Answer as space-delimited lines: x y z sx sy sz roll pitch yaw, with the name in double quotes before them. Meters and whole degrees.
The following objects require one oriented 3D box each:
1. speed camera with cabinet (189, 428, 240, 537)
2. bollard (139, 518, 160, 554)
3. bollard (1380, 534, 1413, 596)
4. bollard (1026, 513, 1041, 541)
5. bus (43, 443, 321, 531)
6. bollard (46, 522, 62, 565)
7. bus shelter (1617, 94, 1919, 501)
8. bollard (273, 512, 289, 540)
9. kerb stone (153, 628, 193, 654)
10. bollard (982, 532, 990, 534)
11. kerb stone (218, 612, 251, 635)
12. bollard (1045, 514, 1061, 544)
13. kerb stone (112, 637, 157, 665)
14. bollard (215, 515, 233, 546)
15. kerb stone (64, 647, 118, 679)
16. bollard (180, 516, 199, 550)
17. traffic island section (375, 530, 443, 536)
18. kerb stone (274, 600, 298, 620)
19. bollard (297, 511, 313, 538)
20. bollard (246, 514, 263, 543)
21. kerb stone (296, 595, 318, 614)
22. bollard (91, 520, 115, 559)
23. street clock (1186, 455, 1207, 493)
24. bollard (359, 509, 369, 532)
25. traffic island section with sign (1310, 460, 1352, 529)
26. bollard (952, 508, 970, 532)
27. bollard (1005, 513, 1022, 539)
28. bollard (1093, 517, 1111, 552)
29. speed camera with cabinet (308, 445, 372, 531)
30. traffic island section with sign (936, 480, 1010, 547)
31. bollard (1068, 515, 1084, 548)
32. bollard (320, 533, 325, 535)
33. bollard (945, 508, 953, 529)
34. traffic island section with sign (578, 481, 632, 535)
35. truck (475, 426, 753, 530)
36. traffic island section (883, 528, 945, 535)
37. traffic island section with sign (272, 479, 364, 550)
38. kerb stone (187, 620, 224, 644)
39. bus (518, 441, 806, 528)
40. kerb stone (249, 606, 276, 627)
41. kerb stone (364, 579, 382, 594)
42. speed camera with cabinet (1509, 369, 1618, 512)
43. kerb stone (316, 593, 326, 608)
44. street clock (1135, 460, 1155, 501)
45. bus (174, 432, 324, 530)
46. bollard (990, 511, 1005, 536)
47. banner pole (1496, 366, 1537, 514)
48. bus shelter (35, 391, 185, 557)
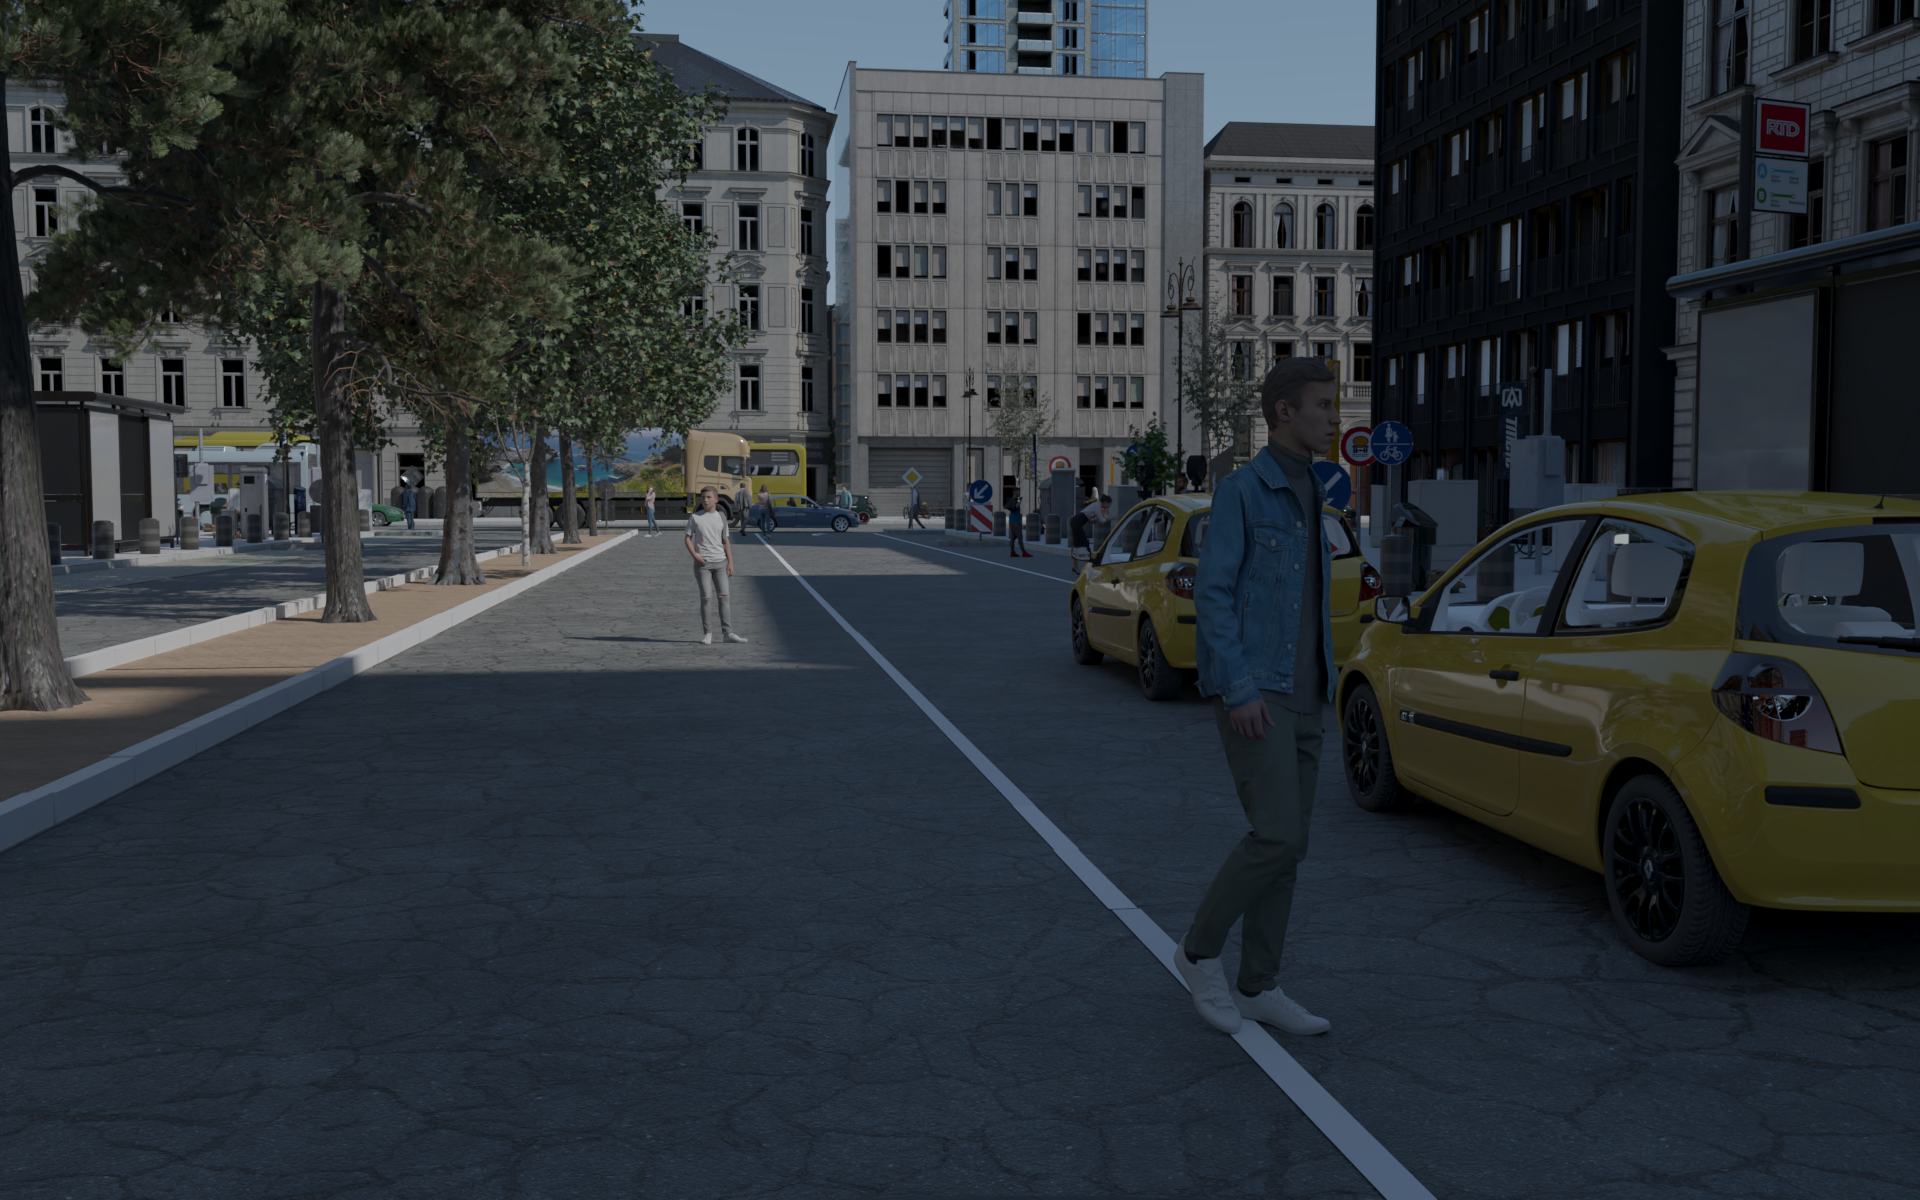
"speed camera with cabinet" -22.307 -3.568 52.677 2.038 3.252 0.660 -1 4 -23
"bollard" -17.330 -1.365 37.042 0.404 0.777 0.398 0 3 0
"bollard" 5.529 -0.443 21.963 0.404 0.777 0.398 0 3 0
"bollard" 1.992 -1.983 47.137 0.404 0.777 0.398 0 3 0
"bus" -30.235 -4.147 62.670 13.247 3.499 2.948 -1 4 -8
"bollard" -16.554 -1.024 31.462 0.404 0.777 0.398 0 3 0
"bus shelter" 8.032 -2.295 15.160 2.179 5.291 8.768 0 4 -8
"bollard" -18.907 -2.050 48.231 0.404 0.777 0.398 0 3 0
"kerb stone" -7.255 0.392 15.834 0.120 0.150 1.000 0 4 -8
"bollard" 0.823 -2.496 55.523 0.404 0.777 0.398 0 3 0
"kerb stone" -7.547 0.264 17.883 0.120 0.150 1.000 0 4 -8
"bollard" 2.387 -1.811 44.330 0.404 0.777 0.398 0 3 0
"kerb stone" -7.114 0.453 14.819 0.120 0.150 1.000 0 4 -8
"bollard" -18.123 -1.708 42.646 0.404 0.777 0.398 0 3 0
"kerb stone" -6.967 0.517 13.806 0.120 0.150 1.000 0 4 -8
"bollard" -17.731 -1.537 39.849 0.404 0.777 0.398 0 3 0
"traffic island section" -19.085 -2.328 60.351 2.009 0.180 2.903 0 4 -8
"kerb stone" -7.832 0.139 19.930 0.120 0.150 1.000 0 4 -8
"bollard" -19.300 -2.221 51.029 0.404 0.777 0.398 0 3 0
"bollard" -18.515 -1.879 45.441 0.404 0.777 0.398 0 3 0
"kerb stone" -7.976 0.077 20.945 0.120 0.150 1.000 0 4 -8
"bollard" -16.946 -1.195 34.252 0.404 0.777 0.398 0 3 0
"street clock" 4.398 -1.692 32.232 0.358 2.002 0.471 2 4 31
"bollard" -20.474 -2.733 59.401 0.404 0.777 0.398 0 3 0
"traffic island section with sign" 4.116 -0.772 21.253 1.989 1.847 2.006 0 4 -8
"bollard" 0.033 -2.838 61.115 0.404 0.777 0.398 0 3 0
"bollard" 1.600 -2.153 49.926 0.404 0.777 0.398 0 3 0
"bollard" 3.179 -1.469 38.738 0.404 0.777 0.398 0 3 0
"speed camera with cabinet" -21.441 -4.009 59.888 2.038 3.252 0.660 -1 4 -17
"traffic island section with sign" 0.364 -2.405 47.947 1.989 1.847 2.006 0 4 -8
"bollard" 2.781 -1.640 41.530 0.404 0.777 0.398 0 3 0
"bollard" -19.691 -2.392 53.821 0.404 0.777 0.398 0 3 0
"bollard" -0.361 -3.009 63.913 0.404 0.777 0.398 0 3 0
"traffic island section with sign" -12.606 -3.263 61.494 2.006 1.907 1.989 0 4 -8
"truck" -13.204 -4.853 68.262 11.283 4.237 2.839 -1 4 -9
"traffic island section" -1.712 -2.477 62.775 2.009 0.180 2.903 0 4 -8
"traffic island section with sign" -16.596 -2.219 44.911 1.989 1.847 2.006 0 4 -8
"kerb stone" -7.399 0.326 16.860 0.120 0.150 1.000 0 4 -8
"bus" -12.705 -5.013 73.513 12.252 3.916 2.896 0 4 -7
"kerb stone" -7.684 0.202 18.908 0.120 0.150 1.000 0 4 -8
"kerb stone" -8.547 -0.172 25.011 0.120 0.150 1.000 0 4 -8
"speed camera with cabinet" 9.785 -2.061 28.031 2.038 3.252 0.660 -2 4 -33
"kerb stone" -8.110 0.015 21.960 0.120 0.150 1.000 0 4 -8
"street clock" 3.911 -1.965 36.693 0.358 2.002 0.471 -2 4 -25
"bus" -30.639 -4.719 68.705 12.252 3.916 2.896 0 4 -7
"bollard" 1.208 -2.325 52.732 0.404 0.777 0.398 0 3 0
"banner pole" 11.040 -2.702 34.190 0.863 3.779 0.401 2 4 26
"bus shelter" -18.797 -3.603 36.540 2.179 5.291 8.768 0 4 -8
